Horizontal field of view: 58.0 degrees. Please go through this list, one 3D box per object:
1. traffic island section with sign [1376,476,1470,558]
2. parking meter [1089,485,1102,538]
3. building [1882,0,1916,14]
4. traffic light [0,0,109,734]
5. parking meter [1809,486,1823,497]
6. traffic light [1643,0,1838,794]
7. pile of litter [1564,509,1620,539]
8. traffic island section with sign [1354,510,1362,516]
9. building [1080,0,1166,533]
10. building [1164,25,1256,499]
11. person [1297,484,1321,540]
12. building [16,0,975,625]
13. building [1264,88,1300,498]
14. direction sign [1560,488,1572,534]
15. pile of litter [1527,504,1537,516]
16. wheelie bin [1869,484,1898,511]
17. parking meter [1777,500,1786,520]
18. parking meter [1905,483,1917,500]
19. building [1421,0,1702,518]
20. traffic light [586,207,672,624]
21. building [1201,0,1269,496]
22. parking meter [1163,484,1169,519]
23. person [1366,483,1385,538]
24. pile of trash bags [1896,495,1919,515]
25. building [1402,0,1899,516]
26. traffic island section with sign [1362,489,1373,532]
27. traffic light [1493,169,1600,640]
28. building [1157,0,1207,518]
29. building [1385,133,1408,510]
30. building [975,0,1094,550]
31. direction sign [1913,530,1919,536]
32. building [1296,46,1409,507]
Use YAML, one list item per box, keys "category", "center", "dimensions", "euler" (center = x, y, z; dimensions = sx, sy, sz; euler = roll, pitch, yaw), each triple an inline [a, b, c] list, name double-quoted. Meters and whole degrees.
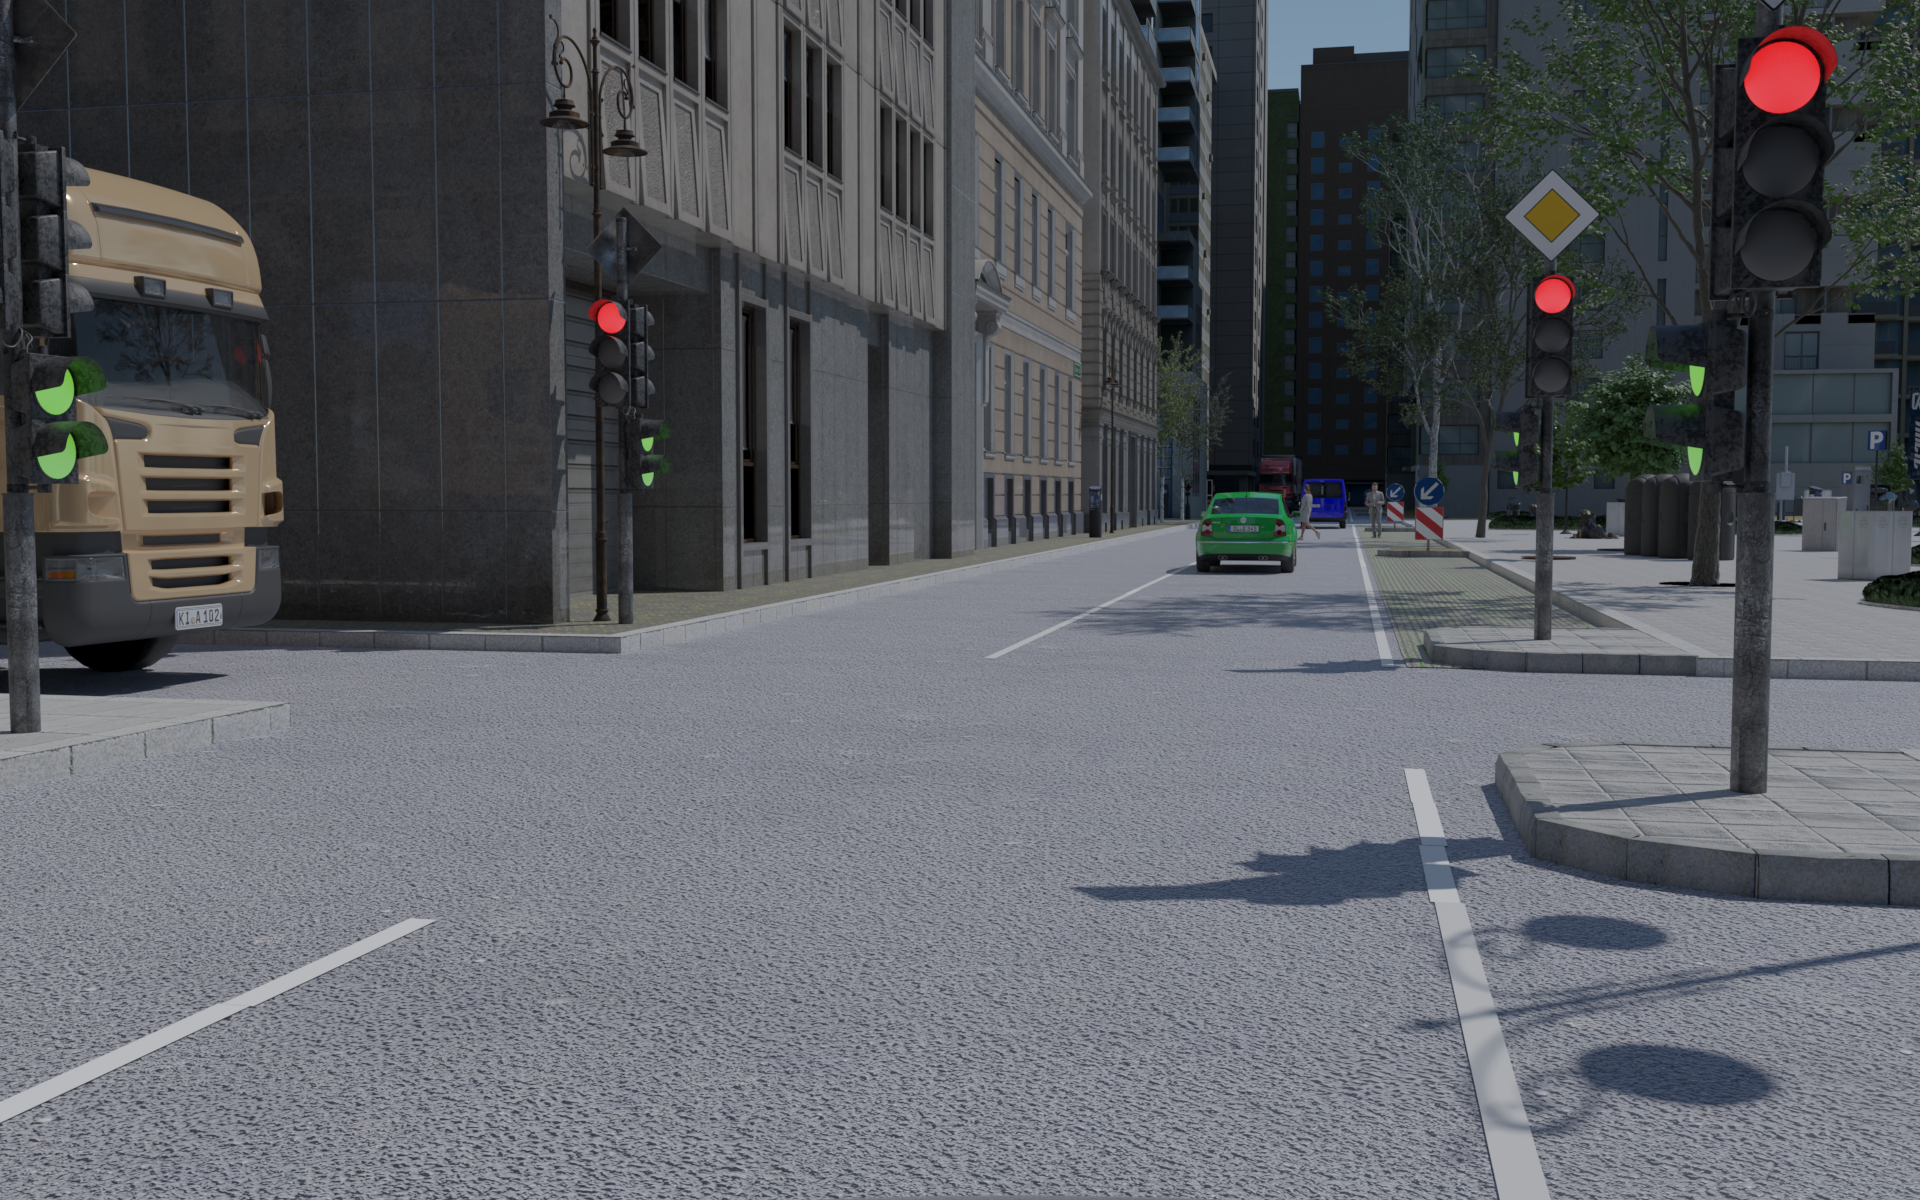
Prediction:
- category: "traffic island section with sign"
  center: [10.626, -1.905, 39.783]
  dimensions: [1.989, 1.847, 2.006]
  euler: [1, 4, 12]
- category: "parking meter"
  center: [3.984, -2.601, 50.942]
  dimensions: [0.372, 1.533, 0.369]
  euler: [0, 3, 0]
- category: "building"
  center: [68.676, -29.925, 143.903]
  dimensions: [28.867, 44.769, 22.147]
  euler: [1, 4, 12]
- category: "traffic light"
  center: [-5.023, -1.241, 9.216]
  dimensions: [0.839, 4.253, 0.868]
  euler: [1, 4, 12]
- category: "parking meter"
  center: [26.021, -2.708, 52.681]
  dimensions: [0.372, 1.533, 0.369]
  euler: [0, 3, 0]
- category: "traffic light"
  center: [3.387, -1.128, 7.369]
  dimensions: [0.839, 4.253, 0.868]
  euler: [1, 4, 12]
- category: "pile of litter"
  center: [18.259, -2.204, 50.005]
  dimensions: [1.176, 0.858, 1.719]
  euler: [-1, 4, -15]
- category: "traffic island section with sign"
  center: [27.262, -6.482, 114.605]
  dimensions: [1.989, 1.847, 2.006]
  euler: [1, 4, 12]
- category: "building"
  center: [1.951, -13.246, 65.726]
  dimensions: [9.793, 20.994, 18.267]
  euler: [1, 4, 12]
- category: "building"
  center: [6.719, -27.124, 135.361]
  dimensions: [32.217, 40.220, 23.993]
  euler: [1, 4, 12]
- category: "person"
  center: [10.777, -2.714, 53.625]
  dimensions: [0.760, 1.731, 0.466]
  euler: [0, 4, 6]
- category: "building"
  center: [-7.704, -12.796, 27.244]
  dimensions: [12.078, 24.808, 19.932]
  euler: [1, 4, 12]
- category: "building"
  center: [28.038, -30.326, 179.420]
  dimensions: [14.086, 41.232, 14.154]
  euler: [1, 4, 12]
- category: "direction sign"
  center: [19.424, -3.879, 55.422]
  dimensions: [0.379, 3.537, 0.876]
  euler: [1, 4, 21]
- category: "pile of litter"
  center: [25.568, -3.861, 77.086]
  dimensions: [1.176, 0.858, 1.719]
  euler: [-3, 5, -43]
- category: "wheelie bin"
  center: [27.749, -2.714, 52.289]
  dimensions: [0.980, 1.594, 0.693]
  euler: [3, 4, 36]
- category: "parking meter"
  center: [39.912, -4.633, 84.157]
  dimensions: [0.372, 1.533, 0.369]
  euler: [0, 3, 0]
- category: "parking meter"
  center: [43.665, -4.516, 79.546]
  dimensions: [0.399, 1.863, 0.255]
  euler: [0, 4, 6]
- category: "building"
  center: [33.335, -19.999, 98.689]
  dimensions: [14.160, 30.474, 14.107]
  euler: [1, 4, 12]
- category: "traffic light"
  center: [-3.289, -1.718, 17.011]
  dimensions: [0.839, 4.253, 0.868]
  euler: [1, 4, 12]
- category: "building"
  center: [16.787, -43.871, 155.535]
  dimensions: [20.611, 71.187, 20.563]
  euler: [1, 4, 12]
- category: "parking meter"
  center: [10.735, -5.204, 90.804]
  dimensions: [0.399, 1.863, 0.255]
  euler: [0, 4, -7]
- category: "person"
  center: [13.385, -2.887, 55.902]
  dimensions: [0.606, 1.804, 0.583]
  euler: [1, 4, 20]
- category: "pile of trash bags"
  center: [41.937, -4.115, 77.033]
  dimensions: [3.447, 1.369, 1.912]
  euler: [2, 4, 26]
- category: "building"
  center: [44.441, -32.268, 116.816]
  dimensions: [28.713, 52.752, 27.495]
  euler: [1, 4, 12]
- category: "traffic island section with sign"
  center: [16.477, -3.515, 66.098]
  dimensions: [1.989, 1.847, 2.006]
  euler: [1, 4, 12]
- category: "traffic light"
  center: [5.121, -1.605, 15.164]
  dimensions: [0.839, 4.253, 0.868]
  euler: [1, 4, 12]
- category: "building"
  center: [4.646, -48.540, 106.294]
  dimensions: [22.319, 86.520, 31.000]
  euler: [1, 4, 12]
- category: "building"
  center: [41.790, -22.533, 140.123]
  dimensions: [14.160, 30.474, 14.107]
  euler: [1, 4, 12]
- category: "building"
  center: [-4.196, -15.958, 46.821]
  dimensions: [13.634, 28.700, 20.117]
  euler: [1, 4, 12]
- category: "direction sign"
  center: [29.251, -3.709, 52.632]
  dimensions: [0.379, 3.537, 0.876]
  euler: [0, 4, -7]
- category: "building"
  center: [41.857, -32.183, 176.294]
  dimensions: [14.200, 45.320, 14.600]
  euler: [1, 4, 12]
